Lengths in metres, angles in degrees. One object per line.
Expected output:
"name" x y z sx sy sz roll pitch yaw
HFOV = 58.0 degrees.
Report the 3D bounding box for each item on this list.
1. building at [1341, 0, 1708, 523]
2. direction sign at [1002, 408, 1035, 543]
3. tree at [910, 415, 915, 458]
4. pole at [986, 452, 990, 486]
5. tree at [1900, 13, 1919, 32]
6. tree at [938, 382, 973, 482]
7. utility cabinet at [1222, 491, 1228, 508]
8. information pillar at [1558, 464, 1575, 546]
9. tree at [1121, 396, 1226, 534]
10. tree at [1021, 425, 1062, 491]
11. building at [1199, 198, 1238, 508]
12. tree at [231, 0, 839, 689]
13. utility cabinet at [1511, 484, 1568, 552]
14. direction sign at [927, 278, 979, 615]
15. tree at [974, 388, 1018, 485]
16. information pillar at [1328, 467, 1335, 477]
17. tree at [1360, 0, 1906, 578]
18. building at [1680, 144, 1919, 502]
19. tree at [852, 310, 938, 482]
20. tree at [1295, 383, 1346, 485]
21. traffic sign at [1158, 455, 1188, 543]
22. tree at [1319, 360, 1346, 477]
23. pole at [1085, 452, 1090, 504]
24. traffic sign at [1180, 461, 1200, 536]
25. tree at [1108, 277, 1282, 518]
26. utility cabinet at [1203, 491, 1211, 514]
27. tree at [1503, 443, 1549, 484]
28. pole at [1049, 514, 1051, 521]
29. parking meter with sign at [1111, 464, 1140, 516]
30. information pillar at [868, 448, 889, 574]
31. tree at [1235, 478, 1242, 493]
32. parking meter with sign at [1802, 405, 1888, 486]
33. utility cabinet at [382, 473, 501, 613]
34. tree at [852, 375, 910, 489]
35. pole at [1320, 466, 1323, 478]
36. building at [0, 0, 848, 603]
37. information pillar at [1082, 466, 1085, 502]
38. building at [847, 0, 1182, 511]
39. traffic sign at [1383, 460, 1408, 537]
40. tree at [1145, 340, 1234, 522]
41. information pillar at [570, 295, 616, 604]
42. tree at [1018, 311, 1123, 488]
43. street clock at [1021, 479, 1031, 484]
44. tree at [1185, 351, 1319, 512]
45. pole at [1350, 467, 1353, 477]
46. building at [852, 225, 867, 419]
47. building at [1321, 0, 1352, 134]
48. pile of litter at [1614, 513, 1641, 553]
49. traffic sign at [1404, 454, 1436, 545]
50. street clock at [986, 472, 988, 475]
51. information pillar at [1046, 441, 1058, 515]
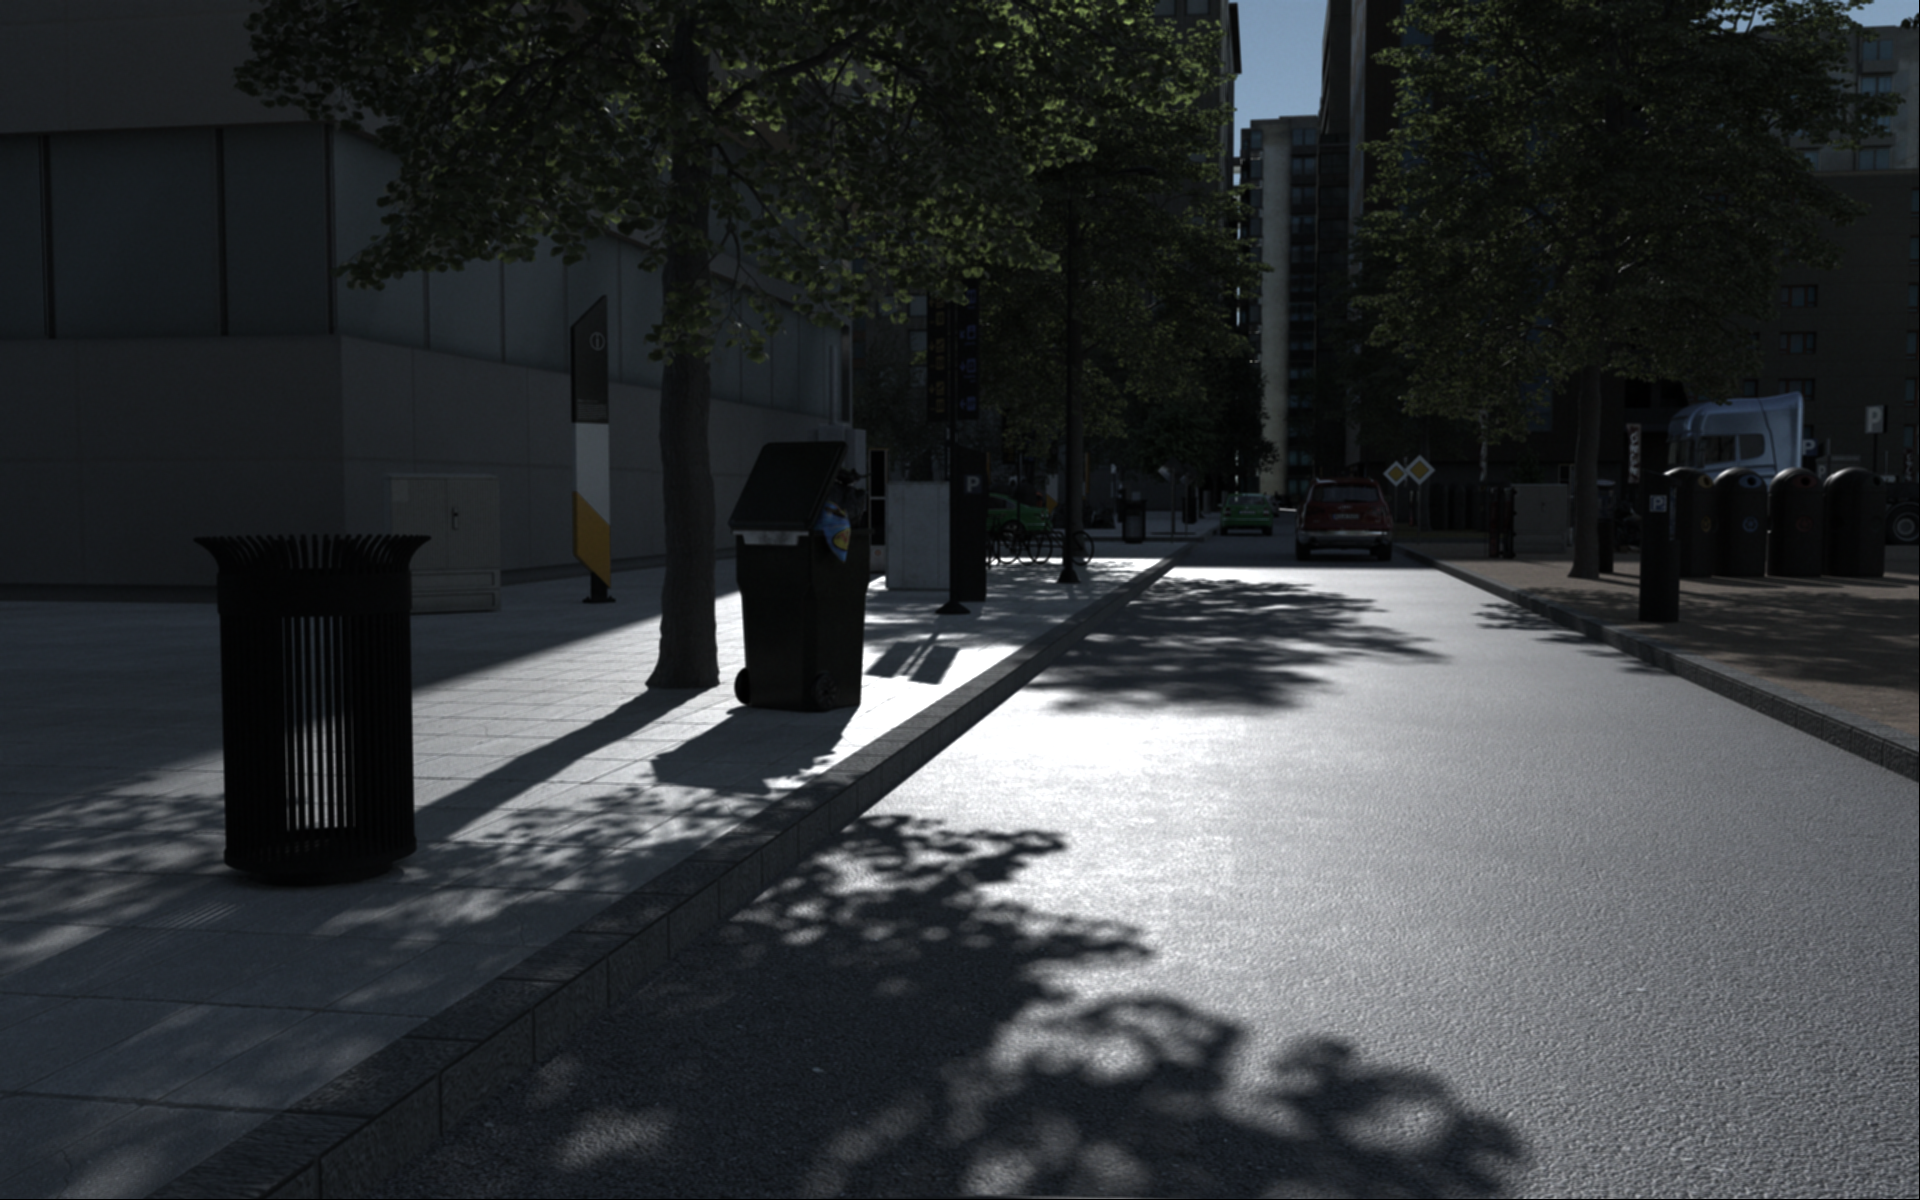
"building" 25.578 -26.328 80.577 14.600 45.320 14.200 1 4 10
"direction sign" 1.540 -3.270 45.459 0.876 3.537 0.379 1 4 12
"tree" -5.070 -10.443 121.097 4.737 8.622 4.395 0 3 0
"pole" 1.366 -5.505 83.853 0.158 3.312 0.155 0 3 0
"tree" 11.048 -4.017 16.042 4.737 8.622 4.395 0 3 0
"tree" -2.460 -8.036 81.755 4.360 8.622 3.978 0 3 0
"utility cabinet" 19.121 -7.112 124.953 0.318 1.500 1.173 0 4 1
"information pillar" 14.887 -2.329 42.570 0.304 2.012 0.304 2 4 35
"tree" 6.936 -4.391 55.512 4.285 4.588 4.351 0 3 0
"tree" 5.146 -10.794 126.836 4.737 8.622 4.395 0 3 0
"building" 18.902 -23.959 163.424 14.160 30.474 14.107 1 4 10
"tree" -1.717 -5.721 11.658 7.486 12.596 7.792 0 3 0
"utility cabinet" 12.581 -1.773 37.663 1.173 1.500 0.318 1 4 15
"direction sign" -0.078 -1.622 18.509 0.379 3.537 0.876 -3 4 -38
"tree" 3.486 -8.814 94.466 4.360 8.622 3.978 0 3 0
"information pillar" 26.558 -8.096 123.720 0.504 3.616 0.183 1 4 21
"tree" 10.003 -6.603 26.093 7.486 12.596 7.792 0 3 0
"building" 40.267 -16.124 108.665 27.650 21.520 28.899 1 4 10
"tree" -3.594 -7.161 67.438 4.360 8.622 3.978 0 3 0
"tree" 24.765 -10.174 116.701 4.360 8.622 3.978 0 3 0
"traffic sign" 5.511 -2.523 44.899 0.795 2.450 0.064 1 4 10
"tree" 28.274 -12.532 130.648 9.928 11.665 9.643 0 3 0
"pole" 6.227 -5.554 84.646 0.158 3.312 0.155 0 3 0
"traffic sign" 6.903 -3.004 52.762 0.795 2.450 0.064 1 4 10
"tree" 12.387 -10.689 91.769 9.611 12.733 9.660 0 3 0
"utility cabinet" 15.983 -6.318 111.973 0.318 1.500 1.173 1 4 19
"tree" 21.388 -4.337 65.515 1.663 3.219 1.824 0 3 0
"pole" 3.876 -5.015 75.833 0.158 3.312 0.155 0 3 0
"parking meter with sign" 9.650 -6.390 100.743 1.738 3.016 0.543 -2 4 -30
"information pillar" -1.309 -1.434 27.941 0.304 2.012 0.304 0 4 4
"tree" 27.252 -10.915 173.059 1.663 3.219 1.824 0 3 0
"parking meter with sign" 17.215 -2.311 34.040 1.738 3.016 0.543 0 4 -8
"utility cabinet" -5.566 -0.609 18.633 1.173 1.500 0.318 -3 4 -36
"tree" -6.444 -9.878 111.862 4.737 8.622 4.395 0 3 0
"pole" 25.835 -7.948 123.796 0.158 3.312 0.155 0 3 0
"building" -16.741 -27.215 34.202 27.495 52.752 28.713 1 4 10
"information pillar" 8.426 -7.677 116.872 0.504 3.616 0.183 1 4 12
"building" 8.164 -33.835 142.443 28.713 52.752 27.495 1 4 10
"traffic sign" 12.999 -2.937 51.667 0.795 2.450 0.064 1 4 10
"tree" 10.785 -7.936 80.115 4.737 8.622 4.395 0 3 0
"information pillar" -4.318 -1.770 20.297 0.183 3.616 0.504 3 5 41
"tree" 4.413 -7.185 67.843 4.360 8.622 3.978 0 3 0
"street clock" 3.123 -4.742 82.100 0.471 2.002 0.358 2 4 33
"tree" 17.908 -11.975 121.542 9.928 11.665 9.643 0 3 0
"pole" 27.170 -7.725 120.152 0.158 3.312 0.155 0 3 0
"building" -10.716 -33.229 197.925 28.867 44.769 22.147 1 4 10
"building" 43.803 -32.616 156.978 21.300 48.544 21.600 1 4 10
"pile of litter" 14.741 -1.458 37.796 1.719 0.858 1.176 2 4 30
"traffic sign" 11.607 -2.456 43.803 0.795 2.450 0.064 1 4 10
"street clock" 0.469 -2.481 45.137 0.471 2.002 0.358 -1 4 -11
"information pillar" 3.845 -4.940 72.121 0.504 3.616 0.183 0 4 0
